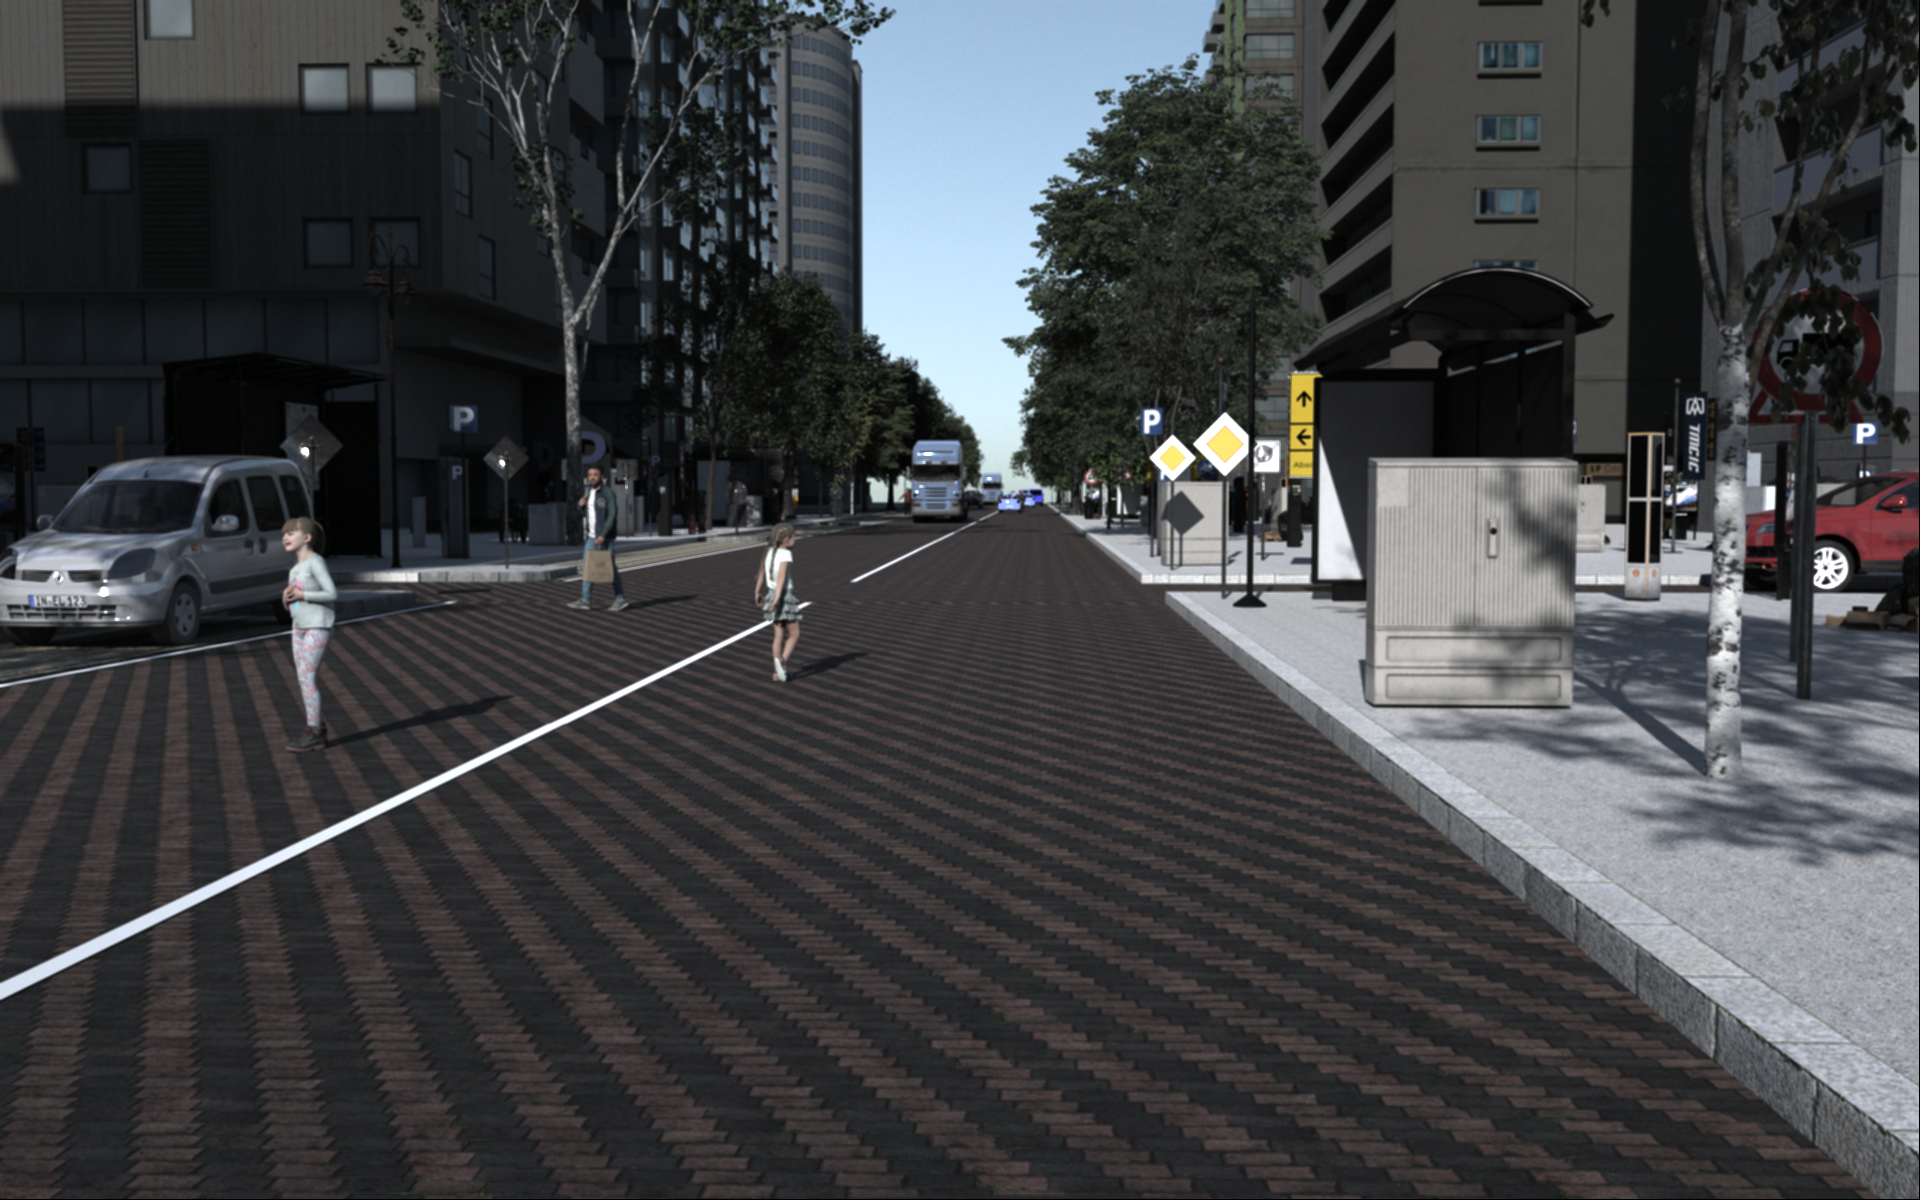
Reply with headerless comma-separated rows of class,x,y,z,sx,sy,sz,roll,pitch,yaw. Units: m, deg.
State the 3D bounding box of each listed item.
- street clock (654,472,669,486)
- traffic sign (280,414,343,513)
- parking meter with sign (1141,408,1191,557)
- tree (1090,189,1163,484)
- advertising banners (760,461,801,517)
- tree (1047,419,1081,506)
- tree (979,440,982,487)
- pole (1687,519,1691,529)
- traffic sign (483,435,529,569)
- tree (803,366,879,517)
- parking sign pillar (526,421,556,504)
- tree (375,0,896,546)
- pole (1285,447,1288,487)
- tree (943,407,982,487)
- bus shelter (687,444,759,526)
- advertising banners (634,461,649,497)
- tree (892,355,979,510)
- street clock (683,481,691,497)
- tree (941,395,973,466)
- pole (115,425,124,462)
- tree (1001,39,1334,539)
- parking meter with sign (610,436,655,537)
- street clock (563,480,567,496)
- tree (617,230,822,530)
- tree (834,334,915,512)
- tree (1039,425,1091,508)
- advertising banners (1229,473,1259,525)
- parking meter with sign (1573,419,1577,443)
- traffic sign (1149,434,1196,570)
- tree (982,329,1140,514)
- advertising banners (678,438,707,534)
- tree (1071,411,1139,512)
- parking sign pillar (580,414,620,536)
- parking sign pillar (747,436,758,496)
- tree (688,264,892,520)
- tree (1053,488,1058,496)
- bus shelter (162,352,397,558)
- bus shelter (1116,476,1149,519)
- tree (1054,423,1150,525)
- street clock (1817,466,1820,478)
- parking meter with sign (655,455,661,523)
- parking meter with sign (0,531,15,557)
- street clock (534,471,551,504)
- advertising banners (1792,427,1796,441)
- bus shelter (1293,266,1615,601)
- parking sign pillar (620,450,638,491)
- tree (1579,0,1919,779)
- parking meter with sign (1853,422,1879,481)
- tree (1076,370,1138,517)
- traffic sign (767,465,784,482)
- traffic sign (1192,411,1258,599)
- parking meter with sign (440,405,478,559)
street clock,-9.583,-3.130,55.739,0.471,2.002,0.358,-3,5,-40
traffic sign,-8.106,-1.102,21.665,0.795,2.450,0.064,0,4,2
parking meter with sign,4.455,-2.420,35.829,0.543,3.016,1.738,3,5,41
tree,4.813,-5.515,40.533,4.360,8.622,3.978,0,3,0
advertising banners,-9.497,-5.902,92.691,2.074,3.025,0.090,-1,4,-13
tree,10.023,-13.076,148.211,7.601,10.594,8.767,2,4,33
tree,-4.078,-15.163,164.917,9.611,12.733,9.660,0,3,0
pole,26.832,-4.279,63.802,0.158,3.312,0.155,0,3,0
traffic sign,-7.764,-1.590,29.643,0.795,2.450,0.064,0,4,2
tree,-7.549,-8.934,96.440,4.737,8.622,4.395,0,3,0
parking sign pillar,-15.500,-4.628,64.134,1.447,3.967,1.447,1,4,18
tree,-8.418,-11.357,41.568,12.611,20.169,13.585,0,3,0
pole,14.062,-4.929,74.428,0.158,3.312,0.155,0,3,0
tree,-2.214,-18.630,222.725,7.486,12.596,7.792,0,3,0
bus shelter,-9.809,-4.779,72.066,2.014,3.302,5.546,0,4,3
advertising banners,-17.406,-5.893,92.533,2.074,3.025,0.090,2,4,28
tree,-5.470,-13.584,139.108,9.611,12.733,9.660,0,3,0
street clock,-14.733,-5.455,93.765,0.358,2.002,0.471,2,4,30
tree,-3.598,-17.665,199.191,12.009,13.543,11.850,0,3,0
pole,-24.950,-3.526,51.493,0.158,3.312,0.155,0,3,0
tree,5.836,-8.749,49.704,9.857,13.997,8.962,0,3,0
parking meter with sign,-10.183,-3.422,52.205,1.738,3.016,0.543,-1,4,-10
street clock,-14.943,-3.778,66.339,0.471,2.002,0.358,2,4,32
tree,-8.608,-7.746,61.053,7.601,10.594,8.767,1,4,12
tree,-6.830,-12.519,122.816,7.486,12.596,7.792,0,3,0
tree,10.393,-14.831,160.612,7.486,12.596,7.792,0,3,0
advertising banners,11.550,-4.581,71.086,0.090,3.025,2.074,-3,4,-38
parking meter with sign,13.526,-2.722,40.763,1.738,3.016,0.543,2,4,31
traffic sign,3.569,-1.559,29.139,0.795,2.450,0.064,0,4,2
tree,7.633,-11.872,111.117,9.611,12.733,9.660,0,3,0
advertising banners,-8.581,-3.625,55.459,0.090,3.025,2.074,1,4,16
tree,9.252,-12.024,122.345,9.928,11.665,9.643,0,3,0
parking sign pillar,-11.435,-3.985,53.625,1.447,3.967,1.447,0,4,-5
parking sign pillar,-9.725,-5.618,80.319,1.447,3.967,1.447,0,4,8
tree,-8.574,-10.356,86.320,9.611,12.733,9.660,0,3,0
tree,14.723,-18.785,257.494,4.737,8.622,4.395,0,3,0
bus shelter,-12.289,-2.478,31.806,1.731,3.624,6.357,0,4,3
bus shelter,8.545,-5.564,84.890,2.014,3.302,5.546,0,4,2
tree,6.795,-5.451,72.830,4.285,4.588,4.351,0,3,0
street clock,21.425,-2.384,43.556,0.358,2.002,0.471,1,4,13
parking meter with sign,-13.949,-4.970,77.527,0.543,3.016,1.738,-2,4,-32
parking meter with sign,-11.623,-1.417,19.421,1.738,3.016,0.543,-1,4,-15
street clock,-13.090,-3.044,54.340,0.471,2.002,0.358,-3,5,-44
advertising banners,21.311,-3.012,45.431,0.090,3.025,2.074,-2,4,-32
bus shelter,4.894,-1.482,18.162,2.014,3.302,5.546,0,4,3
parking sign pillar,-18.226,-6.475,94.341,1.447,3.967,1.447,-1,4,-13
tree,3.684,-3.496,7.516,4.360,8.622,3.978,0,3,0
parking meter with sign,22.411,-2.848,42.819,0.543,3.016,1.738,2,4,31
tree,8.422,-9.051,98.350,4.737,8.622,4.395,0,3,0
traffic sign,-8.040,-4.615,75.554,0.768,2.556,0.104,0,4,3
traffic sign,3.227,-1.071,21.161,0.795,2.450,0.064,0,4,2
parking meter with sign,-10.116,-2.355,34.759,0.543,3.016,1.738,-2,4,-27
